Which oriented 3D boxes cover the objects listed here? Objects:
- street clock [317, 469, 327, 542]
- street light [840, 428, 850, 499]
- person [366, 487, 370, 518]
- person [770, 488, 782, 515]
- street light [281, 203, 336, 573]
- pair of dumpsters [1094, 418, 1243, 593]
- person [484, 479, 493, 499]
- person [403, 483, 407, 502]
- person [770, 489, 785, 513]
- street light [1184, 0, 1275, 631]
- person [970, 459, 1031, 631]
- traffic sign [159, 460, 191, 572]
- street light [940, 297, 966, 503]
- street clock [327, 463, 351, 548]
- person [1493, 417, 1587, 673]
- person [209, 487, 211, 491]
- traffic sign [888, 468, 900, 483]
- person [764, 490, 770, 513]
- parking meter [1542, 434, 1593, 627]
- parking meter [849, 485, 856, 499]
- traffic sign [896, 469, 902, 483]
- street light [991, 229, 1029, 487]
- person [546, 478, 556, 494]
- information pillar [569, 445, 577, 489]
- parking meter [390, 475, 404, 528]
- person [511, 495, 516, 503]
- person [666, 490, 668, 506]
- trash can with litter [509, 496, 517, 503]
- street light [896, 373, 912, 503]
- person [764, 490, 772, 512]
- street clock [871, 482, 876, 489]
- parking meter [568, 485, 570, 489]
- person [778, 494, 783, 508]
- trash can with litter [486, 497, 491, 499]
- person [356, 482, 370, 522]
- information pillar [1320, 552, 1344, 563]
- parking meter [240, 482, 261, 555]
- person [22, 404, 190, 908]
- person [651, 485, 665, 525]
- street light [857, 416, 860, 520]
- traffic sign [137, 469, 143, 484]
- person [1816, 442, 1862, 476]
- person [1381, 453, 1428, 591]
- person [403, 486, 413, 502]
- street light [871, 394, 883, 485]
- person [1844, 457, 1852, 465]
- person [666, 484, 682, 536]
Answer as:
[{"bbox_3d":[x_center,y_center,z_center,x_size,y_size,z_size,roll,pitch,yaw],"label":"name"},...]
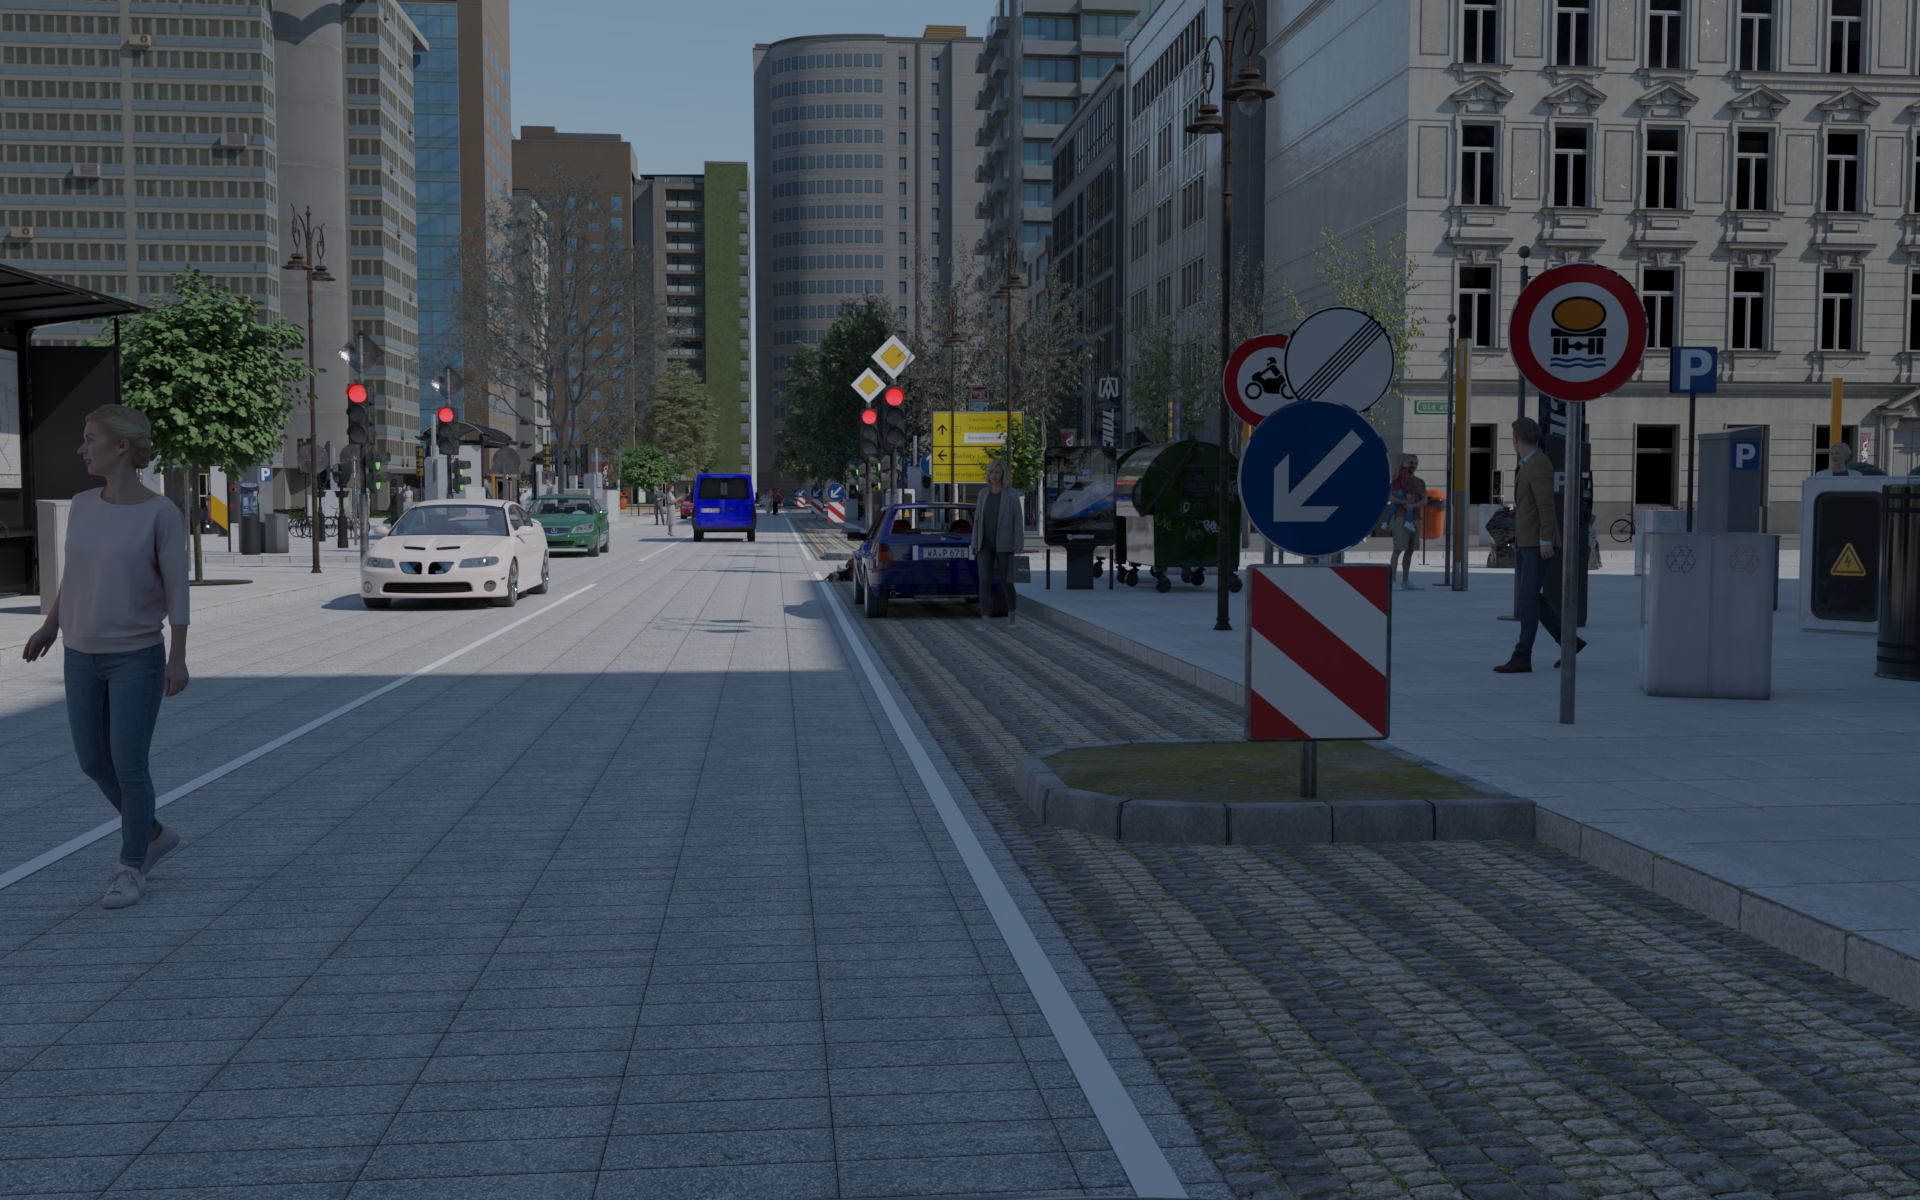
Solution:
[{"bbox_3d":[-17.197,-2.567,46.548,0.358,2.002,0.471,0,4,5],"label":"street clock"},{"bbox_3d":[-6.559,-7.708,98.821,0.468,5.910,1.993,0,4,-6],"label":"street light"},{"bbox_3d":[-28.589,-4.708,83.353,0.374,1.781,0.599,-1,4,-16],"label":"person"},{"bbox_3d":[-12.609,-6.707,118.168,0.705,1.823,1.348,2,4,24],"label":"person"},{"bbox_3d":[-10.439,-3.371,27.910,0.468,5.910,1.993,0,4,-6],"label":"street light"},{"bbox_3d":[2.831,-1.341,24.413,1.574,2.255,4.437,0,4,-6],"label":"pair of dumpsters"},{"bbox_3d":[-16.148,-3.271,59.735,1.509,1.804,0.699,3,4,38],"label":"person"},{"bbox_3d":[-32.171,-5.817,100.511,0.648,1.900,0.474,0,4,1],"label":"person"},{"bbox_3d":[-14.077,-7.578,132.358,1.348,1.831,0.705,0,4,1],"label":"person"},{"bbox_3d":[2.481,-2.653,16.168,0.468,5.910,1.993,0,4,-6],"label":"street light"},{"bbox_3d":[0.469,-0.579,18.156,0.709,1.800,0.728,2,4,26],"label":"person"},{"bbox_3d":[-12.746,-1.747,28.559,0.884,2.594,0.081,0,4,-5],"label":"traffic sign"},{"bbox_3d":[-0.172,-4.163,40.848,0.468,5.910,1.993,0,4,-6],"label":"street light"},{"bbox_3d":[-14.624,-2.227,40.990,0.471,2.002,0.358,3,5,41],"label":"street clock"},{"bbox_3d":[4.193,-0.406,12.594,0.836,1.842,0.656,-1,4,-20],"label":"person"},{"bbox_3d":[-29.643,-3.837,69.053,0.520,1.790,0.573,2,4,30],"label":"person"},{"bbox_3d":[-3.283,-5.129,83.962,0.768,2.556,0.104,0,4,0],"label":"traffic sign"},{"bbox_3d":[-14.374,-7.338,129.149,0.551,1.740,0.621,3,5,39],"label":"person"},{"bbox_3d":[5.868,-0.674,16.726,0.399,1.863,0.255,3,5,45],"label":"parking meter"},{"bbox_3d":[-5.853,-5.420,94.329,0.399,1.863,0.255,-1,4,-14],"label":"parking meter"},{"bbox_3d":[-3.227,-5.316,87.015,0.768,2.556,0.104,0,4,4],"label":"traffic sign"},{"bbox_3d":[0.865,-3.527,30.460,0.468,5.910,1.993,0,4,-6],"label":"street light"},{"bbox_3d":[-13.920,-3.224,58.879,0.853,1.813,0.709,-3,4,-37],"label":"person"},{"bbox_3d":[-17.351,-5.281,77.695,0.504,3.616,0.183,3,5,41],"label":"information pillar"},{"bbox_3d":[-17.651,-2.971,54.283,0.255,1.863,0.399,1,4,17],"label":"parking meter"},{"bbox_3d":[-27.910,-5.967,108.275,0.362,1.253,0.373,-1,4,-15],"label":"person"},{"bbox_3d":[-31.652,-11.010,186.783,1.217,1.735,0.721,-2,4,-25],"label":"person"},{"bbox_3d":[-28.540,-6.016,109.743,1.055,1.170,0.624,-1,4,-14],"label":"trash can with litter"},{"bbox_3d":[-1.819,-5.045,55.266,0.468,5.910,1.993,0,4,-6],"label":"street light"},{"bbox_3d":[-15.372,-7.972,139.554,0.721,1.743,1.217,3,4,36],"label":"person"},{"bbox_3d":[-4.861,-5.802,99.437,0.471,2.002,0.358,-1,4,-13],"label":"street clock"},{"bbox_3d":[-23.883,-6.150,106.258,0.399,1.863,0.255,3,4,36],"label":"parking meter"},{"bbox_3d":[-17.933,-9.867,173.052,0.421,1.427,0.697,-2,4,-34],"label":"person"},{"bbox_3d":[-16.061,-2.845,57.900,0.624,1.170,1.055,-3,5,-43],"label":"trash can with litter"},{"bbox_3d":[-27.386,-4.493,79.368,0.748,1.841,0.638,-3,5,-42],"label":"person"},{"bbox_3d":[5.664,-1.342,26.441,0.304,2.012,0.304,-2,4,-26],"label":"information pillar"},{"bbox_3d":[-14.945,-1.716,36.466,0.372,1.533,0.369,0,3,0],"label":"parking meter"},{"bbox_3d":[-3.006,0.183,6.188,0.731,1.740,0.598,0,4,4],"label":"person"},{"bbox_3d":[-13.790,-4.334,79.173,0.655,1.846,0.447,1,4,13],"label":"person"},{"bbox_3d":[-4.935,-6.825,84.379,0.468,5.910,1.993,0,4,-6],"label":"street light"},{"bbox_3d":[-13.845,-1.783,29.258,0.768,2.556,0.104,0,4,4],"label":"traffic sign"},{"bbox_3d":[9.504,-0.790,18.837,0.514,1.842,0.818,-1,4,-11],"label":"person"},{"bbox_3d":[5.906,-1.040,23.020,0.573,1.828,0.580,1,4,22],"label":"person"},{"bbox_3d":[-30.722,-5.491,96.388,0.480,1.755,0.524,-1,4,-10],"label":"person"},{"bbox_3d":[-3.356,-5.951,70.082,0.468,5.910,1.993,0,4,-6],"label":"street light"},{"bbox_3d":[12.917,-1.190,25.298,0.447,1.846,0.655,3,4,38],"label":"person"},{"bbox_3d":[-9.685,-3.028,58.581,0.524,1.755,0.480,-2,4,-24],"label":"person"}]
